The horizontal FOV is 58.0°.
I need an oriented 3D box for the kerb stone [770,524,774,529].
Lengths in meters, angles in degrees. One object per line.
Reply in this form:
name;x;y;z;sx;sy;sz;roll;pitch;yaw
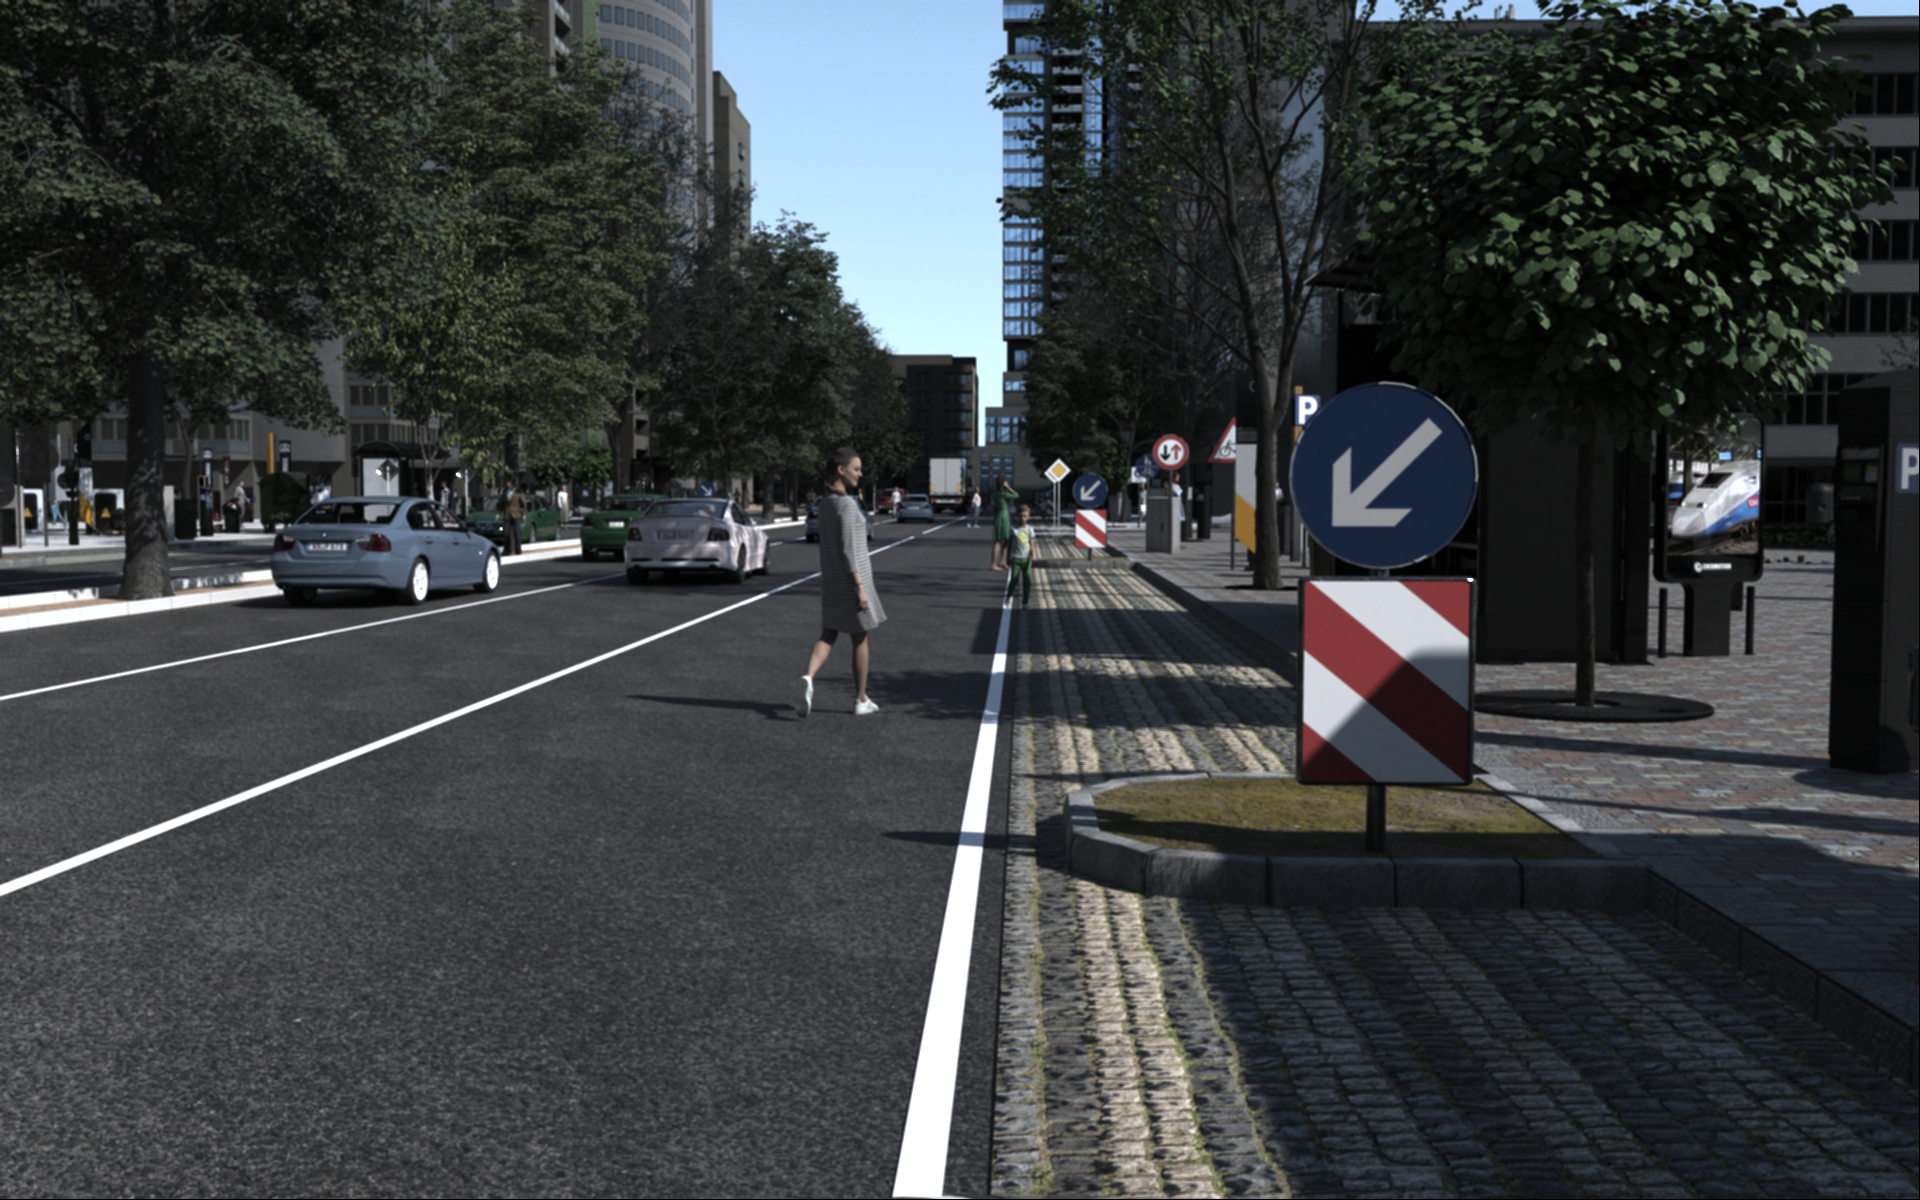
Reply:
kerb stone;-7.952;-3.029;71.718;0.120;0.150;1.000;0;4;2

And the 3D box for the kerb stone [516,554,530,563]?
kerb stone;-9.271;-0.858;36.308;0.120;0.150;1.000;0;4;2

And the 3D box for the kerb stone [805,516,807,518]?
kerb stone;-9.030;-4.718;99.414;0.120;0.150;1.000;0;4;2

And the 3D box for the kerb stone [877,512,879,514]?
kerb stone;-6.046;-6.159;122.923;0.120;0.150;1.000;0;4;2

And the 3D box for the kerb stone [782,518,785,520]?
kerb stone;-9.373;-4.158;90.181;0.120;0.150;1.000;0;4;2

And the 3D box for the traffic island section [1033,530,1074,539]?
traffic island section;3.236;-2.067;56.072;2.009;0.180;2.903;0;4;2

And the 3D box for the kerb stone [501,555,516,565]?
kerb stone;-9.305;-0.801;35.286;0.120;0.150;1.000;0;4;2

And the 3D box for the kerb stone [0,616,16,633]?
kerb stone;-9.948;0.269;17.847;0.120;0.150;1.000;0;4;2

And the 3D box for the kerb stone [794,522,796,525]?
kerb stone;-7.688;-3.467;78.887;0.120;0.150;1.000;0;4;2

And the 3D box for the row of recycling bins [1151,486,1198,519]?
row of recycling bins;11.232;-5.057;89.793;3.534;1.692;1.069;3;5;40

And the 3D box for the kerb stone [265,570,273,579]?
kerb stone;-11.629;-0.432;29.271;0.120;0.150;1.000;0;4;2

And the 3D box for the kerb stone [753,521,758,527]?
kerb stone;-9.673;-3.656;81.980;0.120;0.150;1.000;0;4;2

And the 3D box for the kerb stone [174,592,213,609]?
kerb stone;-9.803;0.015;21.958;0.120;0.150;1.000;0;4;2

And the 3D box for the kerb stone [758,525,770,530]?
kerb stone;-7.993;-2.965;70.678;0.120;0.150;1.000;0;4;2

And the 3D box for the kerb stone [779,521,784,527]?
kerb stone;-7.848;-3.217;74.785;0.120;0.150;1.000;0;4;2

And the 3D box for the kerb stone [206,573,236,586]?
kerb stone;-11.701;-0.304;27.220;0.120;0.150;1.000;0;4;2

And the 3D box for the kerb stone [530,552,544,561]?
kerb stone;-9.227;-0.926;37.339;0.120;0.150;1.000;0;4;2

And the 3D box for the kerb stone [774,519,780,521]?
kerb stone;-9.434;-4.031;88.134;0.120;0.150;1.000;0;4;2

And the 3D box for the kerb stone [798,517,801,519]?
kerb stone;-9.134;-4.535;96.339;0.120;0.150;1.000;0;4;2

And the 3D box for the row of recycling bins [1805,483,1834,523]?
row of recycling bins;32.087;-3.502;64.373;1.069;1.692;3.534;2;4;30

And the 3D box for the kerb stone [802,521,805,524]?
kerb stone;-7.567;-3.655;81.955;0.120;0.150;1.000;0;4;2

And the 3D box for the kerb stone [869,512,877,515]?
kerb stone;-6.095;-6.098;121.890;0.120;0.150;1.000;0;4;2

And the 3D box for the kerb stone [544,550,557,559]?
kerb stone;-9.188;-0.989;38.360;0.120;0.150;1.000;0;4;2

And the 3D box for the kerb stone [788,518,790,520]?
kerb stone;-9.299;-4.284;92.231;0.120;0.150;1.000;0;4;2

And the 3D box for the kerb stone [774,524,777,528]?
kerb stone;-7.915;-3.089;72.739;0.120;0.150;1.000;0;4;2

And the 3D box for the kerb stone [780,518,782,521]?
kerb stone;-9.408;-4.096;89.159;0.120;0.150;1.000;0;4;2

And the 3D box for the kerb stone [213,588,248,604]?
kerb stone;-9.760;-0.044;22.979;0.120;0.150;1.000;0;4;2

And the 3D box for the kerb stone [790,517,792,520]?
kerb stone;-9.261;-4.347;93.263;0.120;0.150;1.000;0;4;2

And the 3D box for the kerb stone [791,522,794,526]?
kerb stone;-7.720;-3.405;77.864;0.120;0.150;1.000;0;4;2

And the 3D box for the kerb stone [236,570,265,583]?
kerb stone;-11.665;-0.369;28.249;0.120;0.150;1.000;0;4;2

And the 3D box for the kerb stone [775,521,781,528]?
kerb stone;-7.880;-3.154;73.761;0.120;0.150;1.000;0;4;2

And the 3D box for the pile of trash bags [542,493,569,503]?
pile of trash bags;-27.049;-6.268;112.227;3.447;1.369;1.912;0;4;-2

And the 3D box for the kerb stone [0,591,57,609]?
kerb stone;-11.896;0.005;22.107;0.120;0.150;1.000;0;4;2

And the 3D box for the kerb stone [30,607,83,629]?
kerb stone;-9.918;0.203;18.875;0.120;0.150;1.000;0;4;2

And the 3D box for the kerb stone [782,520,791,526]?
kerb stone;-7.757;-3.337;76.828;0.120;0.150;1.000;0;4;2

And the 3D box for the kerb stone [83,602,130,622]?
kerb stone;-9.885;0.141;19.897;0.120;0.150;1.000;0;4;2

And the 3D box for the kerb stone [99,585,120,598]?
kerb stone;-11.818;-0.120;24.155;0.120;0.150;1.000;0;4;2

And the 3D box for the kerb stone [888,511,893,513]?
kerb stone;-5.480;-7.099;138.268;0.120;0.150;1.000;0;4;2

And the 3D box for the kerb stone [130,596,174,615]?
kerb stone;-9.837;0.080;20.923;0.120;0.150;1.000;0;4;2

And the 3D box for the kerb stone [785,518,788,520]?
kerb stone;-9.327;-4.221;91.202;0.120;0.150;1.000;0;4;2

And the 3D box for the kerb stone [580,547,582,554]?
kerb stone;-9.074;-1.176;41.425;0.120;0.150;1.000;0;4;2

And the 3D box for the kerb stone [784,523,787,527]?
kerb stone;-7.805;-3.279;75.807;0.120;0.150;1.000;0;4;2

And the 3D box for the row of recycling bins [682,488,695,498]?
row of recycling bins;-19.807;-6.849;119.101;3.534;1.692;1.069;1;4;19

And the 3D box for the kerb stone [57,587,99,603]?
kerb stone;-11.863;-0.057;23.129;0.120;0.150;1.000;0;4;2

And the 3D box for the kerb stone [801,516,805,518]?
kerb stone;-9.069;-4.660;98.392;0.120;0.150;1.000;0;4;2

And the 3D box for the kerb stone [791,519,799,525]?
kerb stone;-7.647;-3.529;79.908;0.120;0.150;1.000;0;4;2

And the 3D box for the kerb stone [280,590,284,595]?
kerb stone;-9.685;-0.172;25.041;0.120;0.150;1.000;0;4;2

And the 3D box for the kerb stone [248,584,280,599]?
kerb stone;-9.729;-0.105;24.001;0.120;0.150;1.000;0;4;2

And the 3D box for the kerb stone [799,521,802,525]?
kerb stone;-7.609;-3.584;80.931;0.120;0.150;1.000;0;4;2

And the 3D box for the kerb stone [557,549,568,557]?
kerb stone;-9.154;-1.051;39.382;0.120;0.150;1.000;0;4;2

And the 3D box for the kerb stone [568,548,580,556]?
kerb stone;-9.112;-1.114;40.403;0.120;0.150;1.000;0;4;2

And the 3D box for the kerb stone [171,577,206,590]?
kerb stone;-11.740;-0.245;26.199;0.120;0.150;1.000;0;4;2
